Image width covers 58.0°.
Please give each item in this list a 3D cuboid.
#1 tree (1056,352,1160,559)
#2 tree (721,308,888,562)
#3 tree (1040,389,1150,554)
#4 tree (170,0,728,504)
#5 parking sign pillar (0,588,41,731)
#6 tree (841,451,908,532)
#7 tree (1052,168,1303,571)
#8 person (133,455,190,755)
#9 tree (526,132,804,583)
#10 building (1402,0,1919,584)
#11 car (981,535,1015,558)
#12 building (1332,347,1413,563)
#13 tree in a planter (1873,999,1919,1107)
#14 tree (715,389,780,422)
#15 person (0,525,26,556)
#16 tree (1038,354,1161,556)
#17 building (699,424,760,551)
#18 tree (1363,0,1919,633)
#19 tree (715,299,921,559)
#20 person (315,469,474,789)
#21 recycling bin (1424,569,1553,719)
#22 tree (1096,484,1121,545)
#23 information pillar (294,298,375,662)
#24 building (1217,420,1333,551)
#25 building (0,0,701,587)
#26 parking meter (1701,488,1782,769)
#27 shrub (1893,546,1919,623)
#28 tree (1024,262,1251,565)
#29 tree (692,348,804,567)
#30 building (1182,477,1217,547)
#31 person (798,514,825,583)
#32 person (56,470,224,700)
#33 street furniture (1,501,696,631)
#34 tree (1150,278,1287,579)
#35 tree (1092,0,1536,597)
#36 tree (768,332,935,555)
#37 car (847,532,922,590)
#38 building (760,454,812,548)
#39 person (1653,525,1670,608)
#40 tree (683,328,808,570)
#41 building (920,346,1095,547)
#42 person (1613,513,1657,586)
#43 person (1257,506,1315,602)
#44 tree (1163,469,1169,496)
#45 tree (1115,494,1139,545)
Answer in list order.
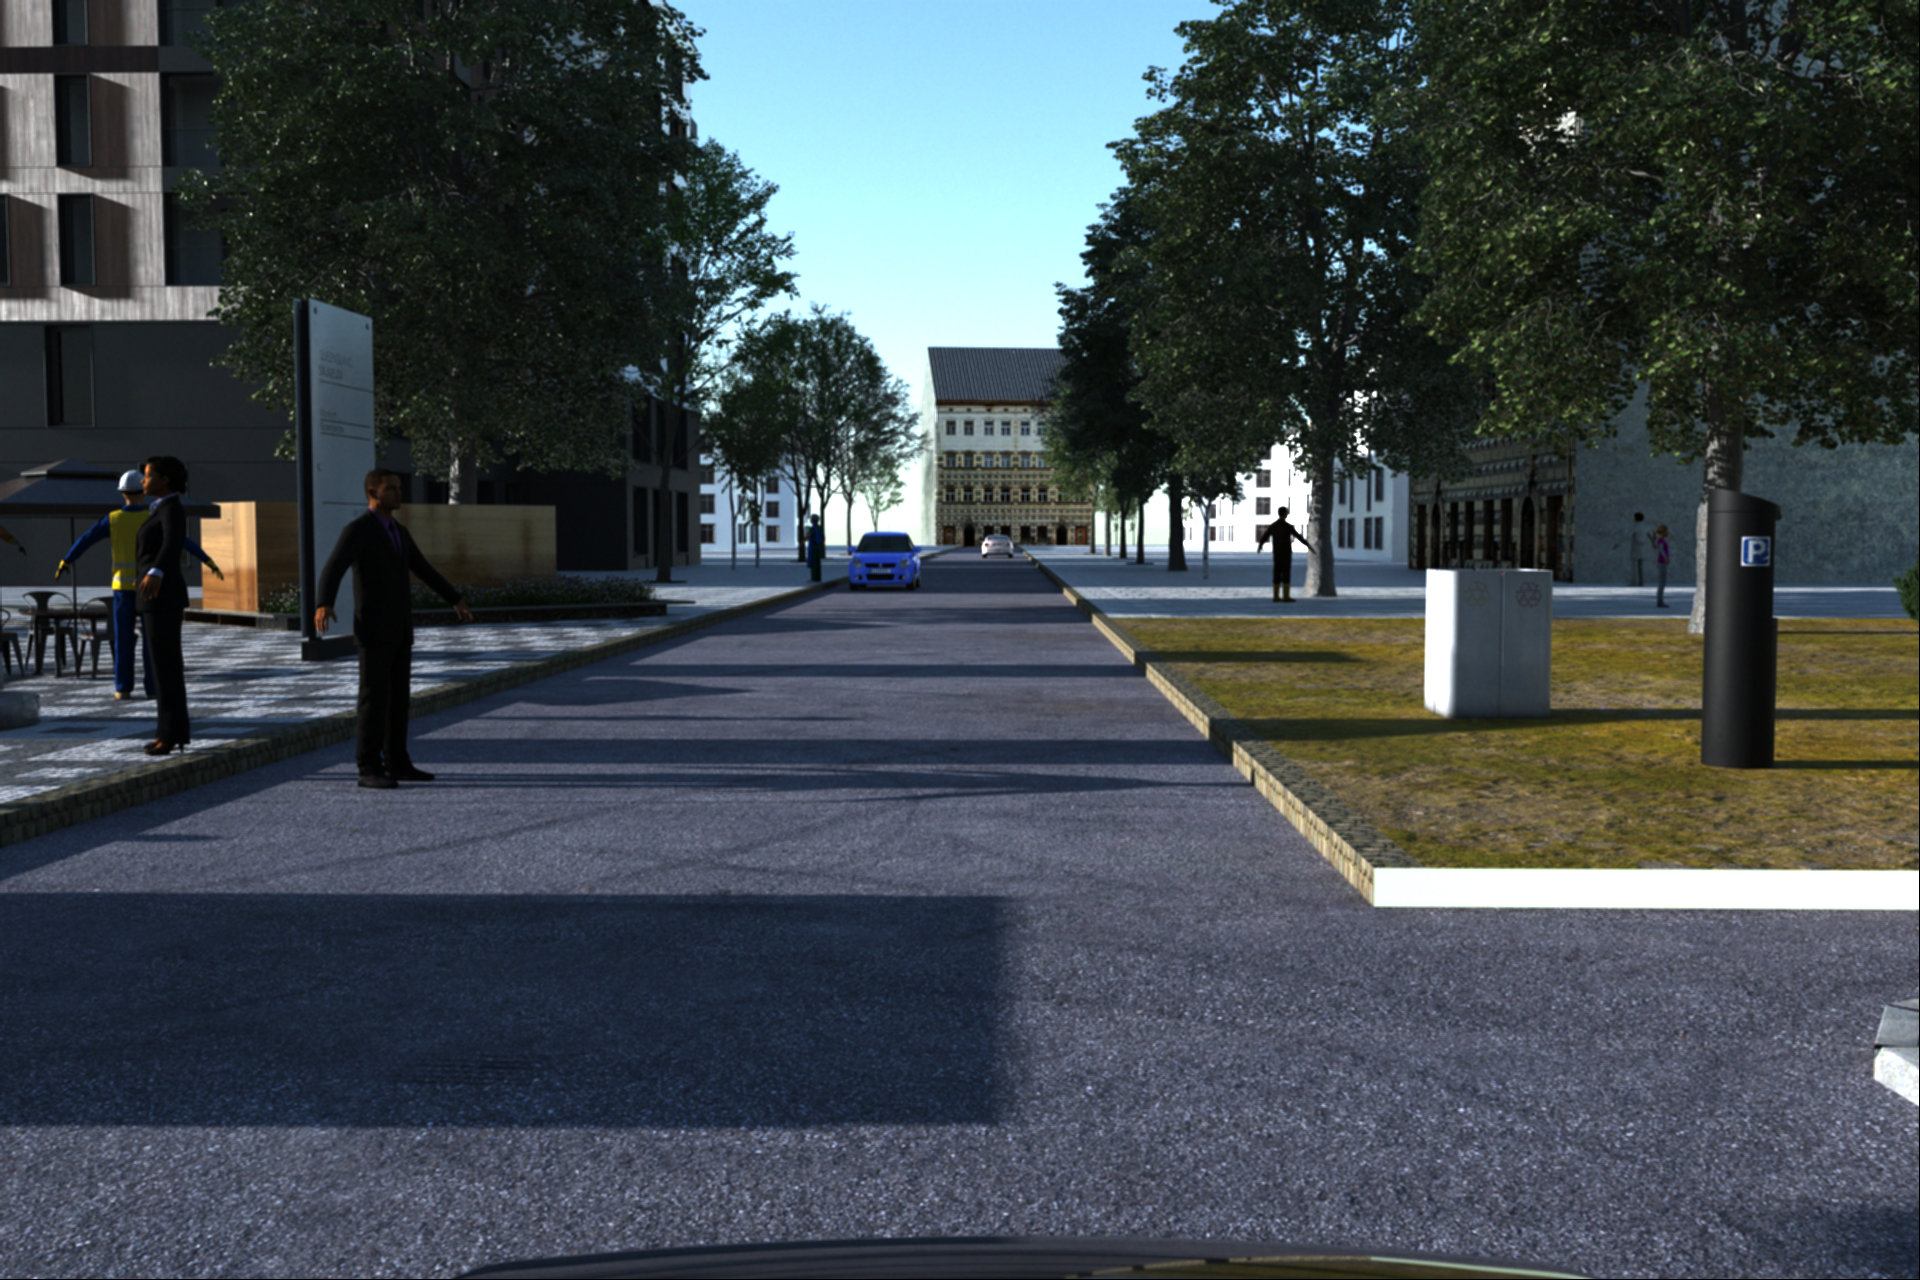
[{"bbox_3d":[8.707,-10.087,90.680,9.928,11.665,9.643,0,3,0],"label":"tree"},{"bbox_3d":[-7.115,-9.356,78.722,9.928,11.665,9.643,0,3,0],"label":"tree"},{"bbox_3d":[8.683,-11.338,111.139,9.928,11.665,9.643,0,3,0],"label":"tree"},{"bbox_3d":[-8.783,-7.572,30.451,9.857,13.997,8.962,0,3,0],"label":"tree"},{"bbox_3d":[-6.920,-1.401,11.383,1.447,3.967,1.447,0,4,2],"label":"parking sign pillar"},{"bbox_3d":[-10.068,-17.013,203.913,9.928,11.665,9.643,0,3,0],"label":"tree"},{"bbox_3d":[7.617,-9.393,60.238,9.857,13.997,8.962,0,3,0],"label":"tree"},{"bbox_3d":[-4.737,-0.209,10.132,0.721,1.740,1.216,-2,4,-27],"label":"person"},{"bbox_3d":[-7.644,-7.304,45.170,9.928,11.665,9.643,0,3,0],"label":"tree"},{"bbox_3d":[25.366,-13.595,53.212,19.493,23.208,18.063,0,4,2],"label":"building"},{"bbox_3d":[2.279,-5.662,104.942,2.083,1.381,4.827,0,4,1],"label":"car"},{"bbox_3d":[23.720,-8.251,77.048,9.099,9.664,28.070,0,4,1],"label":"building"},{"bbox_3d":[3.388,-0.418,4.054,1.991,3.239,1.994,0,4,1],"label":"tree in a planter"},{"bbox_3d":[-22.134,-21.131,201.378,12.611,20.169,13.585,0,3,0],"label":"tree"},{"bbox_3d":[-17.197,-1.513,30.500,1.354,1.858,0.705,-1,4,-22],"label":"person"},{"bbox_3d":[8.385,-11.089,99.426,7.486,12.596,7.792,0,3,0],"label":"tree"},{"bbox_3d":[-21.004,-12.339,143.887,9.099,9.664,28.070,0,4,1],"label":"building"},{"bbox_3d":[9.946,-7.067,22.198,9.857,13.997,8.962,0,3,0],"label":"tree"},{"bbox_3d":[-7.146,-10.992,90.096,12.009,13.543,11.850,0,3,0],"label":"tree"},{"bbox_3d":[-3.267,-0.075,9.903,0.704,1.802,1.346,1,4,19],"label":"person"},{"bbox_3d":[3.752,0.014,12.332,0.722,1.027,0.722,0,4,2],"label":"recycling bin"},{"bbox_3d":[18.053,-15.394,202.059,4.737,8.622,4.395,0,3,0],"label":"tree"},{"bbox_3d":[-6.506,-1.640,18.129,0.184,3.620,1.656,0,4,2],"label":"information pillar"},{"bbox_3d":[26.889,-12.099,139.962,9.099,9.664,28.070,0,4,1],"label":"building"},{"bbox_3d":[-25.526,-13.078,57.795,27.936,21.610,32.646,0,4,2],"label":"building"},{"bbox_3d":[4.322,-0.072,9.589,0.372,1.533,0.369,0,3,0],"label":"parking meter"},{"bbox_3d":[13.838,-0.826,24.616,1.383,1.207,1.383,0,3,0],"label":"shrub"},{"bbox_3d":[7.788,-9.963,73.265,12.009,13.543,11.850,0,3,0],"label":"tree"},{"bbox_3d":[-8.077,-7.128,66.902,4.737,8.622,4.395,0,3,0],"label":"tree"},{"bbox_3d":[27.920,-14.120,173.005,9.099,9.664,28.070,0,4,2],"label":"building"},{"bbox_3d":[-3.869,-2.433,45.902,0.704,1.817,1.347,2,4,25],"label":"person"},{"bbox_3d":[-6.405,-0.432,13.522,1.216,1.772,0.721,-1,4,-12],"label":"person"},{"bbox_3d":[-7.945,-1.218,26.762,9.812,1.723,11.010,3,5,45],"label":"street furniture"},{"bbox_3d":[6.769,-6.014,48.698,4.360,8.622,3.978,0,3,0],"label":"tree"},{"bbox_3d":[7.530,-7.876,35.422,9.857,13.997,8.962,0,3,0],"label":"tree"},{"bbox_3d":[-6.708,-11.846,104.058,12.009,13.543,11.850,0,3,0],"label":"tree"},{"bbox_3d":[-1.942,-2.179,45.225,1.945,1.707,3.694,0,4,2],"label":"car"},{"bbox_3d":[-19.256,-14.153,173.541,9.099,9.664,28.070,0,4,2],"label":"building"},{"bbox_3d":[12.331,-1.282,30.235,0.599,1.433,0.991,1,4,23],"label":"person"},{"bbox_3d":[-8.276,-6.801,61.554,4.360,8.622,3.978,0,3,0],"label":"tree"},{"bbox_3d":[5.198,-22.598,202.855,18.063,23.208,19.493,0,4,-6],"label":"building"},{"bbox_3d":[16.642,-2.225,42.573,1.347,1.806,0.705,-1,4,-23],"label":"person"},{"bbox_3d":[6.109,-1.626,32.722,0.704,1.812,1.346,-3,5,-41],"label":"person"},{"bbox_3d":[28.379,-17.963,200.353,9.857,13.997,8.962,0,3,0],"label":"tree"},{"bbox_3d":[19.586,-15.104,197.311,4.737,8.622,4.395,0,3,0],"label":"tree"}]
